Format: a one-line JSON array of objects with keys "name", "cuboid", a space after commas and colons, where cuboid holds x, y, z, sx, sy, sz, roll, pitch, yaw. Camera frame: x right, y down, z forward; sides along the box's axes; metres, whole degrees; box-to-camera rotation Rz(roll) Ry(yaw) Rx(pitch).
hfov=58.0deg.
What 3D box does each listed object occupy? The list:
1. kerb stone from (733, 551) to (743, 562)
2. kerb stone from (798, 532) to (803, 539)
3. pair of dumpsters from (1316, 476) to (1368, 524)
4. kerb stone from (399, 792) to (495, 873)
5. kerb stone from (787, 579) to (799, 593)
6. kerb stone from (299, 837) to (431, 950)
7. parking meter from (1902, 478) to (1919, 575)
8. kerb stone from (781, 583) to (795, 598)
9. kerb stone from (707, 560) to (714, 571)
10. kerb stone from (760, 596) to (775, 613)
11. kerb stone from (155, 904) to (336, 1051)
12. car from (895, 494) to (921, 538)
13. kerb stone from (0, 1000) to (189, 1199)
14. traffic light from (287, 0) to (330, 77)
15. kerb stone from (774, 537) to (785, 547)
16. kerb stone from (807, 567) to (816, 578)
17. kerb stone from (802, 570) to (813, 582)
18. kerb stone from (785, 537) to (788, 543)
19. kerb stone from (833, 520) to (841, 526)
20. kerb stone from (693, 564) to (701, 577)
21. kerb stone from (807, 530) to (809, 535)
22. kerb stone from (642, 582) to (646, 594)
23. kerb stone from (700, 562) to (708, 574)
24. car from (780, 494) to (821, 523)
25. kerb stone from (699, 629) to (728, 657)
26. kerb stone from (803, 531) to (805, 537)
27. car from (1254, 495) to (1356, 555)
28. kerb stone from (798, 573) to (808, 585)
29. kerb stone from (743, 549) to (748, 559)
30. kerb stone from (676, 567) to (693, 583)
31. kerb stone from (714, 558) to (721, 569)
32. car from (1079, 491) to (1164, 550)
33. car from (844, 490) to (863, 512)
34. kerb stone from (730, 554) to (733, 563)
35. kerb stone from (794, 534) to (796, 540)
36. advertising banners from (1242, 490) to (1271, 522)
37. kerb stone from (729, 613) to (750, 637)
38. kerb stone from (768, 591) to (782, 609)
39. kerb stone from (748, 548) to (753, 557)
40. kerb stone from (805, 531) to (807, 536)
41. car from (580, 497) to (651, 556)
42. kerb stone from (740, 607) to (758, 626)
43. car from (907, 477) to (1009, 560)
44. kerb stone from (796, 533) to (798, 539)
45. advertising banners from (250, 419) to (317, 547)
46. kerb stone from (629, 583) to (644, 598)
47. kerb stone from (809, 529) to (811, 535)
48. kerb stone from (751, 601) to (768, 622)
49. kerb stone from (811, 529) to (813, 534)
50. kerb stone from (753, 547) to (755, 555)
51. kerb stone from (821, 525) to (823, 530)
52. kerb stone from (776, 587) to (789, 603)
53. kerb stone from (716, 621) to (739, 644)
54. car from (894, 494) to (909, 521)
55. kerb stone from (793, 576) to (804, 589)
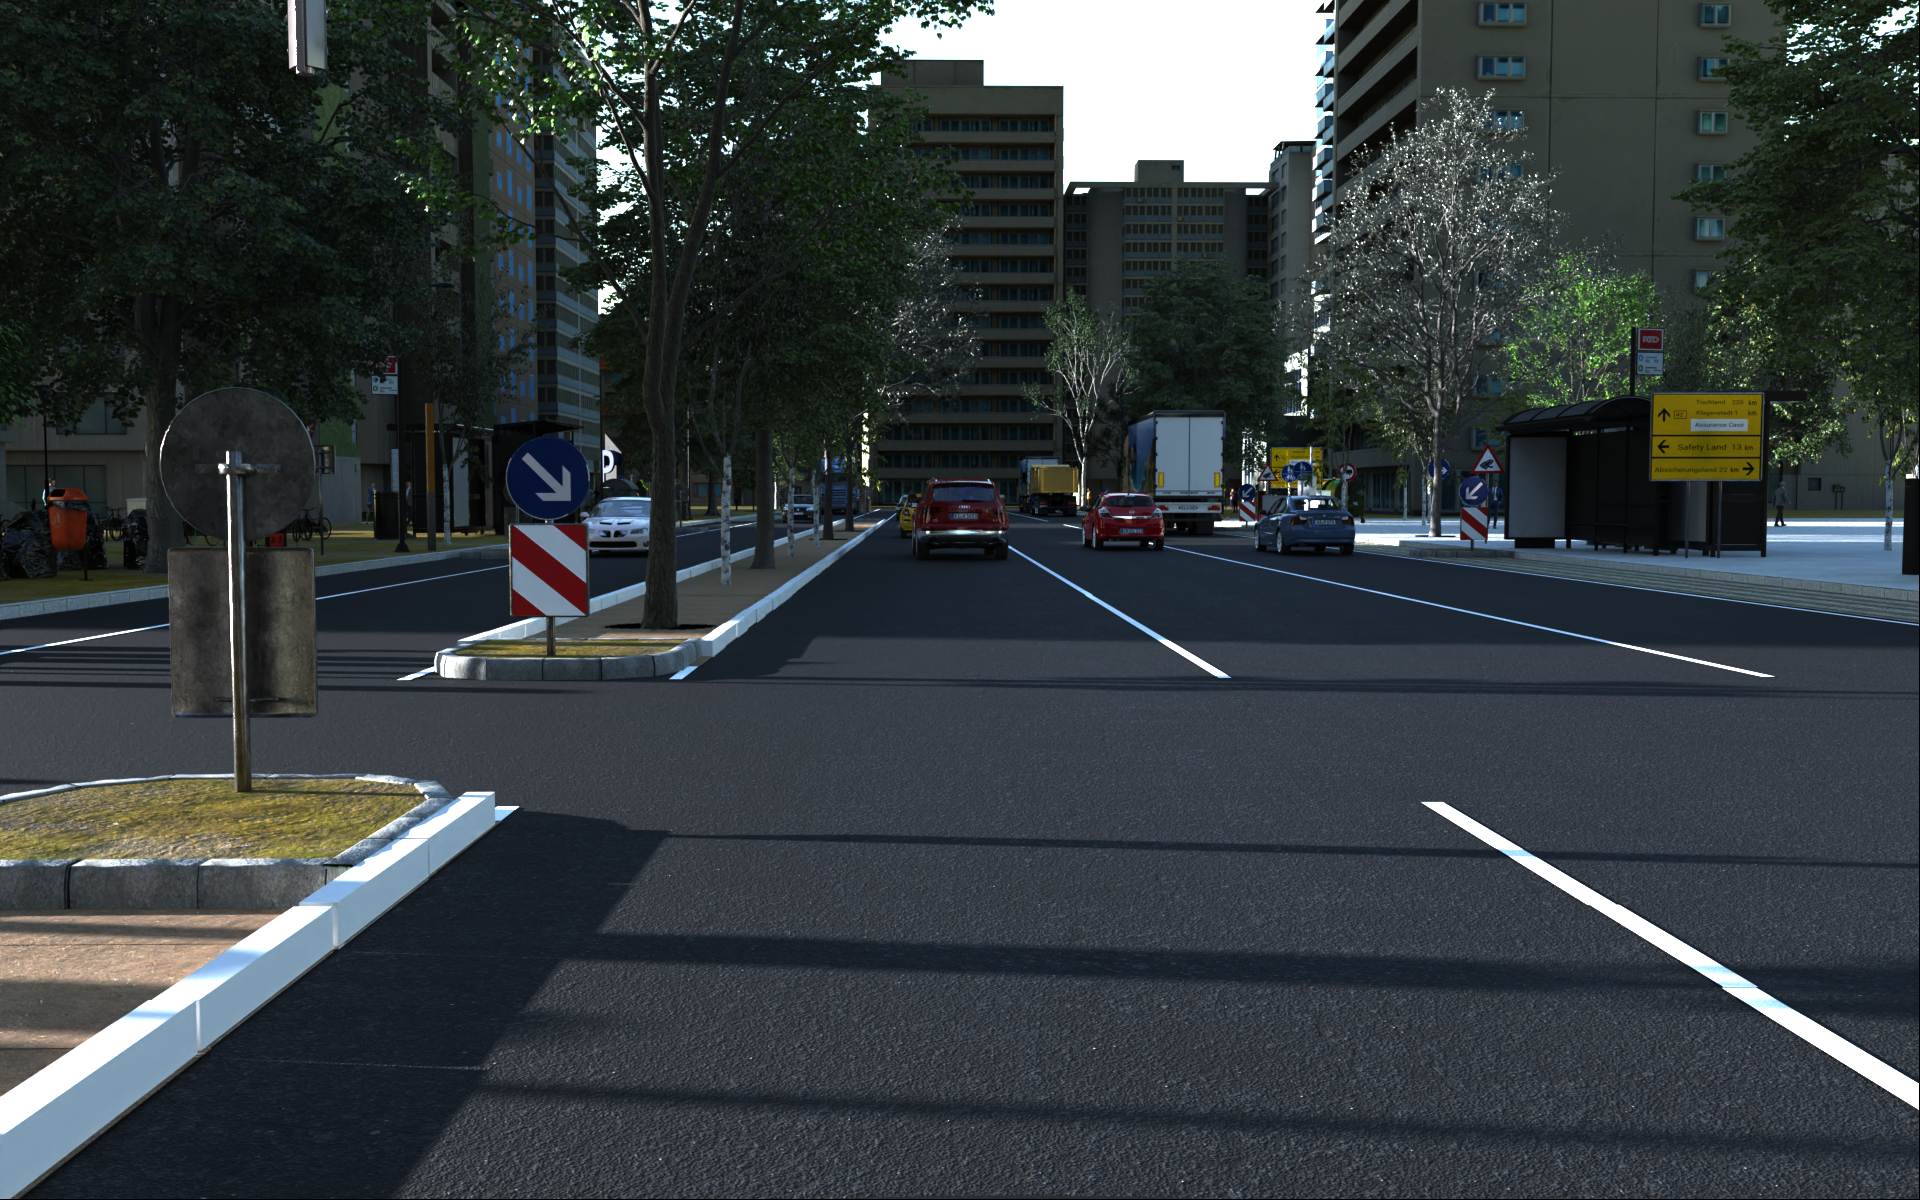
[{"name": "kerb stone", "cuboid": [-4.817, -0.914, 37.187, 0.120, 0.150, 1.000, 0, 4, -1]}, {"name": "kerb stone", "cuboid": [-5.228, -2.048, 55.678, 0.120, 0.150, 1.000, 0, 4, -1]}, {"name": "pair of dumpsters", "cuboid": [16.980, -4.584, 77.449, 1.574, 2.255, 4.437, 0, 4, -1]}, {"name": "kerb stone", "cuboid": [-2.052, 0.932, 6.962, 0.120, 0.150, 1.000, 0, 4, -1]}, {"name": "kerb stone", "cuboid": [-2.447, -0.164, 24.895, 0.120, 0.150, 1.000, 0, 4, -1]}, {"name": "kerb stone", "cuboid": [-2.026, 0.994, 5.940, 0.120, 0.150, 1.000, 0, 4, -1]}, {"name": "parking meter", "cuboid": [15.230, -1.172, 27.570, 0.372, 1.533, 0.369, 0, 3, 0]}, {"name": "kerb stone", "cuboid": [-2.413, -0.103, 23.872, 0.120, 0.150, 1.000, 0, 4, -1]}, {"name": "kerb stone", "cuboid": [-4.714, -0.603, 32.053, 0.120, 0.150, 1.000, 0, 4, -1]}, {"name": "kerb stone", "cuboid": [-2.360, 0.093, 20.800, 0.120, 0.150, 1.000, 0, 4, -1]}, {"name": "kerb stone", "cuboid": [-2.011, 1.063, 4.919, 0.120, 0.150, 1.000, 0, 4, -1]}, {"name": "car", "cuboid": [-1.148, -2.893, 57.521, 2.015, 1.641, 3.980, 0, 4, -2]}, {"name": "kerb stone", "cuboid": [-1.987, 1.120, 3.897, 0.120, 0.150, 1.000, 0, 4, -1]}, {"name": "traffic light", "cuboid": [-7.699, -2.431, 14.422, 4.771, 5.953, 1.251, 0, 4, -1]}, {"name": "kerb stone", "cuboid": [-5.074, -1.609, 48.501, 0.120, 0.150, 1.000, 0, 4, -1]}, {"name": "kerb stone", "cuboid": [-2.539, -0.415, 29.012, 0.120, 0.150, 1.000, 0, 4, -1]}, {"name": "kerb stone", "cuboid": [-2.514, -0.354, 27.980, 0.120, 0.150, 1.000, 0, 4, -1]}, {"name": "kerb stone", "cuboid": [-5.100, -1.671, 49.522, 0.120, 0.150, 1.000, 0, 4, -1]}, {"name": "kerb stone", "cuboid": [-5.793, -3.615, 81.298, 0.120, 0.150, 1.000, 0, 4, -1]}, {"name": "kerb stone", "cuboid": [-4.653, -0.477, 30.005, 0.120, 0.150, 1.000, 0, 4, -1]}, {"name": "kerb stone", "cuboid": [-5.298, -2.234, 58.750, 0.120, 0.150, 1.000, 0, 4, -1]}, {"name": "kerb stone", "cuboid": [-4.550, -0.165, 24.888, 0.120, 0.150, 1.000, 0, 4, -1]}, {"name": "kerb stone", "cuboid": [-4.678, -0.540, 31.028, 0.120, 0.150, 1.000, 0, 4, -1]}, {"name": "car", "cuboid": [-7.903, -4.688, 86.438, 2.009, 1.686, 4.222, 0, 4, 0]}, {"name": "kerb stone", "cuboid": [-2.241, 0.398, 15.687, 0.120, 0.150, 1.000, 0, 4, -1]}, {"name": "kerb stone", "cuboid": [-5.246, -2.111, 56.705, 0.120, 0.150, 1.000, 0, 4, -1]}, {"name": "car", "cuboid": [8.349, -1.838, 42.059, 2.014, 1.417, 4.499, 0, 4, -1]}, {"name": "kerb stone", "cuboid": [-2.495, -0.287, 26.956, 0.120, 0.150, 1.000, 0, 4, -1]}, {"name": "kerb stone", "cuboid": [-4.840, -0.980, 38.222, 0.120, 0.150, 1.000, 0, 4, -1]}, {"name": "kerb stone", "cuboid": [-4.646, -0.415, 28.982, 0.120, 0.150, 1.000, 0, 4, -1]}, {"name": "kerb stone", "cuboid": [-4.725, -0.666, 33.086, 0.120, 0.150, 1.000, 0, 4, -1]}, {"name": "car", "cuboid": [4.258, -2.237, 45.613, 2.155, 1.783, 4.494, 0, 4, -2]}, {"name": "car", "cuboid": [-8.643, -8.278, 144.023, 2.281, 1.827, 5.304, 0, 4, -3]}, {"name": "kerb stone", "cuboid": [-4.765, -0.791, 35.134, 0.120, 0.150, 1.000, 0, 4, -1]}, {"name": "kerb stone", "cuboid": [-5.155, -1.860, 52.611, 0.120, 0.150, 1.000, 0, 4, -1]}, {"name": "advertising banners", "cuboid": [14.133, -5.201, 81.232, 2.074, 3.025, 0.090, -1, 4, -22]}, {"name": "kerb stone", "cuboid": [-2.284, 0.273, 17.731, 0.120, 0.150, 1.000, 0, 4, -1]}, {"name": "kerb stone", "cuboid": [-2.371, 0.023, 21.822, 0.120, 0.150, 1.000, 0, 4, -1]}, {"name": "kerb stone", "cuboid": [-4.865, -1.043, 39.247, 0.120, 0.150, 1.000, 0, 4, -1]}, {"name": "kerb stone", "cuboid": [-5.272, -2.173, 57.728, 0.120, 0.150, 1.000, 0, 4, -1]}, {"name": "car", "cuboid": [-7.912, -1.772, 41.327, 2.083, 1.381, 4.827, 0, 4, -2]}, {"name": "kerb stone", "cuboid": [-2.319, 0.211, 18.753, 0.120, 0.150, 1.000, 0, 4, -1]}, {"name": "car", "cuboid": [-0.041, -1.881, 39.422, 2.281, 1.827, 5.304, 0, 4, -3]}, {"name": "kerb stone", "cuboid": [-5.182, -1.923, 53.633, 0.120, 0.150, 1.000, 0, 4, -1]}, {"name": "advertising banners", "cuboid": [-15.794, -2.669, 39.828, 2.074, 3.025, 0.090, -3, 5, -41]}, {"name": "kerb stone", "cuboid": [-4.529, -0.102, 23.864, 0.120, 0.150, 1.000, 0, 4, -1]}, {"name": "kerb stone", "cuboid": [-5.315, -2.297, 59.779, 0.120, 0.150, 1.000, 0, 4, -1]}, {"name": "kerb stone", "cuboid": [-2.329, 0.148, 19.778, 0.120, 0.150, 1.000, 0, 4, -1]}, {"name": "kerb stone", "cuboid": [-5.342, -2.360, 60.801, 0.120, 0.150, 1.000, 0, 4, -1]}, {"name": "kerb stone", "cuboid": [-4.888, -1.106, 40.282, 0.120, 0.150, 1.000, 0, 4, -1]}, {"name": "kerb stone", "cuboid": [-5.543, -2.924, 70.016, 0.120, 0.150, 1.000, 0, 4, -1]}, {"name": "kerb stone", "cuboid": [-2.391, -0.037, 22.850, 0.120, 0.150, 1.000, 0, 4, -1]}, {"name": "kerb stone", "cuboid": [-2.271, 0.336, 16.709, 0.120, 0.150, 1.000, 0, 4, -1]}, {"name": "car", "cuboid": [-2.506, -4.987, 93.337, 2.131, 1.459, 4.920, 0, 4, -1]}, {"name": "kerb stone", "cuboid": [-2.473, -0.229, 25.932, 0.120, 0.150, 1.000, 0, 4, -1]}]
